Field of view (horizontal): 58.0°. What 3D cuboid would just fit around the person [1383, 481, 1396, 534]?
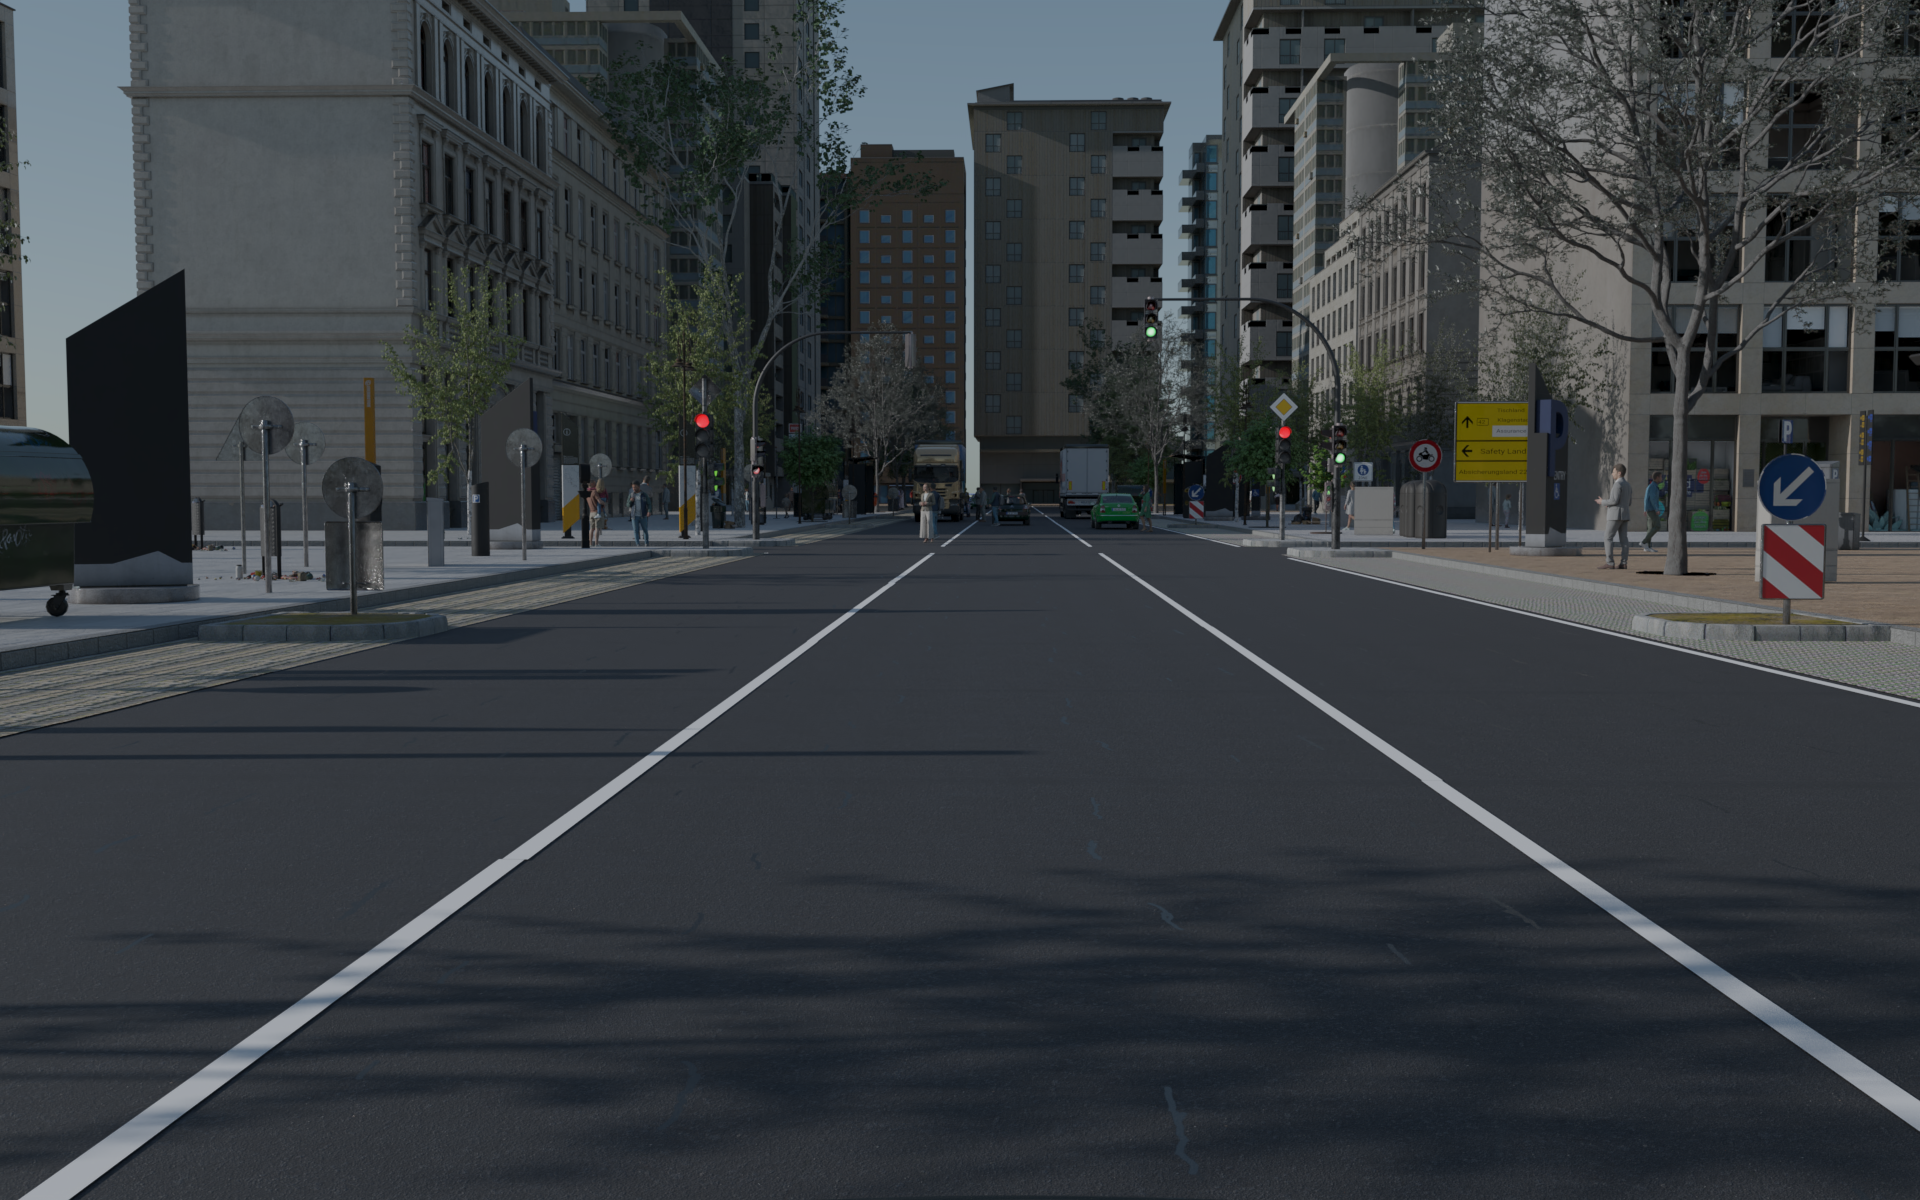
[{"bbox_3d":[13.839,-3.011,56.116,0.563,1.720,0.643,0,4,-1],"label":"person"}]

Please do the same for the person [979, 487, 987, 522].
[{"bbox_3d":[1.194,-4.947,89.485,0.391,1.810,0.635,0,4,-4],"label":"person"}]

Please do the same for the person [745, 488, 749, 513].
[{"bbox_3d":[-14.745,-6.976,120.442,0.623,1.781,0.721,2,4,32],"label":"person"}]

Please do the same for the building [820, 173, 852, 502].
[{"bbox_3d":[-27.808,-35.129,228.976,28.867,44.769,22.147,0,4,2],"label":"building"}]

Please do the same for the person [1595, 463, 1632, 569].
[{"bbox_3d":[11.175,-1.429,29.603,0.583,1.804,0.606,3,5,41],"label":"person"}]

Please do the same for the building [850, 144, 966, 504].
[{"bbox_3d":[-6.402,-35.133,224.539,14.200,45.320,14.600,0,4,2],"label":"building"}]

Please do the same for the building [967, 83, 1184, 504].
[{"bbox_3d":[15.077,-39.235,230.734,27.495,52.752,28.713,0,4,2],"label":"building"}]

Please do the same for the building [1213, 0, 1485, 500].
[{"bbox_3d":[40.983,-35.677,172.556,28.713,52.752,27.495,0,4,2],"label":"building"}]

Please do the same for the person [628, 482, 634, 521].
[{"bbox_3d":[-15.195,-4.574,80.929,0.850,1.850,0.679,3,5,41],"label":"person"}]

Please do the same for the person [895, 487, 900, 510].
[{"bbox_3d":[-5.003,-7.891,134.931,0.709,1.838,0.599,-2,4,-31],"label":"person"}]

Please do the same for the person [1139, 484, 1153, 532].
[{"bbox_3d":[7.055,-3.471,65.496,0.529,1.795,0.600,0,4,-8],"label":"person"}]

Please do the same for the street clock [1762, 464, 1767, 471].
[{"bbox_3d":[18.481,-2.130,39.394,0.471,2.002,0.358,2,4,27],"label":"street clock"}]

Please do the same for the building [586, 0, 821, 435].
[{"bbox_3d":[-25.593,-45.239,177.907,20.611,71.187,20.563,0,4,2],"label":"building"}]

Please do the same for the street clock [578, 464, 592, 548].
[{"bbox_3d":[-8.894,-2.234,41.090,0.358,2.002,0.471,-1,4,-19],"label":"street clock"}]

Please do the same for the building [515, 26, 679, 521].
[{"bbox_3d":[-26.061,-15.960,94.222,16.112,22.955,30.059,0,4,2],"label":"building"}]

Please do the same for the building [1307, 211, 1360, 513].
[{"bbox_3d":[29.689,-15.874,114.289,10.420,20.320,16.860,0,4,2],"label":"building"}]

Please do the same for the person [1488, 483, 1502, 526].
[{"bbox_3d":[21.259,-3.844,68.986,0.391,1.810,0.635,-2,4,-23],"label":"person"}]

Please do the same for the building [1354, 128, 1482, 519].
[{"bbox_3d":[28.475,-15.117,96.317,9.793,20.994,18.267,0,4,2],"label":"building"}]

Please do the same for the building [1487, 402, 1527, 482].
[{"bbox_3d":[64.175,-30.354,179.889,14.086,41.232,14.154,0,4,2],"label":"building"}]

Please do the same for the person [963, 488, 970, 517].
[{"bbox_3d":[0.256,-6.020,106.834,0.836,1.842,0.656,3,5,43],"label":"person"}]

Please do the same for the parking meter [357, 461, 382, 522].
[{"bbox_3d":[-10.137,-1.469,29.737,0.399,1.863,0.255,2,4,28],"label":"parking meter"}]

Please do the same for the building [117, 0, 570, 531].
[{"bbox_3d":[-23.506,-14.696,69.161,11.050,23.489,19.941,0,4,2],"label":"building"}]

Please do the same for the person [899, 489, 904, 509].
[{"bbox_3d":[-4.983,-8.570,146.828,0.621,1.740,0.551,-3,5,-41],"label":"person"}]

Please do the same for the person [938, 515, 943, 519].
[{"bbox_3d":[-1.110,-5.479,100.683,0.503,1.515,0.523,1,4,15],"label":"person"}]

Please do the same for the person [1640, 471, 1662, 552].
[{"bbox_3d":[15.248,-1.947,38.221,0.444,1.785,0.601,1,4,20],"label":"person"}]

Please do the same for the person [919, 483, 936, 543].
[{"bbox_3d":[-0.996,-2.572,51.096,0.519,1.759,0.362,3,4,36],"label":"person"}]

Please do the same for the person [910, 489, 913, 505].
[{"bbox_3d":[-5.396,-11.655,196.539,0.705,1.831,1.348,2,4,25],"label":"person"}]

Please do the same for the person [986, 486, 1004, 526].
[{"bbox_3d":[1.597,-4.220,77.838,0.721,1.781,0.623,2,4,25],"label":"person"}]

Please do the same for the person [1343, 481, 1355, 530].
[{"bbox_3d":[13.941,-3.338,61.371,0.760,1.731,0.466,2,4,24],"label":"person"}]

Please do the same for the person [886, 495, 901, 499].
[{"bbox_3d":[-5.078,-7.666,132.104,1.217,1.735,0.721,0,4,8],"label":"person"}]

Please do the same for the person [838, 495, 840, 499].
[{"bbox_3d":[-9.287,-7.418,130.594,0.557,1.426,1.065,-3,5,-40],"label":"person"}]

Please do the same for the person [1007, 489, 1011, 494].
[{"bbox_3d":[3.362,-6.423,113.795,0.573,1.790,0.520,0,4,3],"label":"person"}]

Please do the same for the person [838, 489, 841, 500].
[{"bbox_3d":[-9.926,-8.236,141.618,0.541,1.710,0.530,-2,4,-28],"label":"person"}]

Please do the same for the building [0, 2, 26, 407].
[{"bbox_3d":[-60.213,-16.242,70.074,34.151,26.468,19.350,0,4,2],"label":"building"}]

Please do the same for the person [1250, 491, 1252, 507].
[{"bbox_3d":[20.275,-6.942,119.763,0.478,1.798,0.641,2,4,26],"label":"person"}]

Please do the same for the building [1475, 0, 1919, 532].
[{"bbox_3d":[39.869,-16.052,66.967,34.151,26.468,19.350,0,4,2],"label":"building"}]

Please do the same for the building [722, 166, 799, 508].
[{"bbox_3d":[-22.359,-23.473,155.483,14.160,30.474,14.107,0,4,2],"label":"building"}]

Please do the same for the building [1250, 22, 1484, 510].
[{"bbox_3d":[41.593,-27.849,147.212,32.217,40.220,23.993,0,4,2],"label":"building"}]

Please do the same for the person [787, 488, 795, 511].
[{"bbox_3d":[-12.611,-7.518,129.510,0.990,1.755,0.434,-1,4,-14],"label":"person"}]

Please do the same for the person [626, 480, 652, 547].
[{"bbox_3d":[-8.226,-2.174,44.395,0.623,1.781,0.721,-1,4,-14],"label":"person"}]

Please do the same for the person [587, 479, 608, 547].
[{"bbox_3d":[-9.417,-2.230,44.939,0.580,1.828,0.573,0,4,-4],"label":"person"}]

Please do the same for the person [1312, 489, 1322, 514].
[{"bbox_3d":[22.487,-6.316,109.327,0.660,1.820,0.620,-3,4,-36],"label":"person"}]

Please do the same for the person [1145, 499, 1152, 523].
[{"bbox_3d":[9.309,-4.616,86.575,0.523,1.515,0.503,-1,4,-16],"label":"person"}]

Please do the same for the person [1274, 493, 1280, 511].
[{"bbox_3d":[23.549,-7.271,128.107,0.628,1.438,0.799,0,4,-4],"label":"person"}]

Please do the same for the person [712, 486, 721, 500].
[{"bbox_3d":[-12.700,-5.148,90.241,0.581,1.822,0.654,0,4,-6],"label":"person"}]

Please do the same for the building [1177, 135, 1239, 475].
[{"bbox_3d":[43.987,-37.230,228.321,30.456,49.044,23.786,0,4,2],"label":"building"}]

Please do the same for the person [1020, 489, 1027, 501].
[{"bbox_3d":[4.187,-6.585,116.526,0.716,1.782,0.532,-2,4,-33],"label":"person"}]

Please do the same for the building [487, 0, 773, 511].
[{"bbox_3d":[-31.830,-27.172,136.142,32.217,40.220,23.993,0,4,2],"label":"building"}]

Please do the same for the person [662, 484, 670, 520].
[{"bbox_3d":[-14.787,-4.952,87.104,0.391,1.810,0.635,0,4,-3],"label":"person"}]

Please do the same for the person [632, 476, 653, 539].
[{"bbox_3d":[-8.989,-2.616,48.989,0.592,1.802,0.473,0,4,-5],"label":"person"}]

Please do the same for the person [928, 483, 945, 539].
[{"bbox_3d":[-0.848,-2.850,55.447,0.721,1.781,0.623,2,4,24],"label":"person"}]

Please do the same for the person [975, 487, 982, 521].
[{"bbox_3d":[1.015,-5.163,93.090,0.473,1.802,0.592,1,4,14],"label":"person"}]

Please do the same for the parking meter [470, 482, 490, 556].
[{"bbox_3d":[-9.916,-1.675,35.797,0.372,1.533,0.369,0,3,0],"label":"parking meter"}]

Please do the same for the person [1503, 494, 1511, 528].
[{"bbox_3d":[20.739,-3.381,65.594,0.394,1.301,0.425,-3,4,-37],"label":"person"}]

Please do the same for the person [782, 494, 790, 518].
[{"bbox_3d":[-9.164,-4.945,91.165,0.475,1.303,0.640,-3,5,-40],"label":"person"}]
